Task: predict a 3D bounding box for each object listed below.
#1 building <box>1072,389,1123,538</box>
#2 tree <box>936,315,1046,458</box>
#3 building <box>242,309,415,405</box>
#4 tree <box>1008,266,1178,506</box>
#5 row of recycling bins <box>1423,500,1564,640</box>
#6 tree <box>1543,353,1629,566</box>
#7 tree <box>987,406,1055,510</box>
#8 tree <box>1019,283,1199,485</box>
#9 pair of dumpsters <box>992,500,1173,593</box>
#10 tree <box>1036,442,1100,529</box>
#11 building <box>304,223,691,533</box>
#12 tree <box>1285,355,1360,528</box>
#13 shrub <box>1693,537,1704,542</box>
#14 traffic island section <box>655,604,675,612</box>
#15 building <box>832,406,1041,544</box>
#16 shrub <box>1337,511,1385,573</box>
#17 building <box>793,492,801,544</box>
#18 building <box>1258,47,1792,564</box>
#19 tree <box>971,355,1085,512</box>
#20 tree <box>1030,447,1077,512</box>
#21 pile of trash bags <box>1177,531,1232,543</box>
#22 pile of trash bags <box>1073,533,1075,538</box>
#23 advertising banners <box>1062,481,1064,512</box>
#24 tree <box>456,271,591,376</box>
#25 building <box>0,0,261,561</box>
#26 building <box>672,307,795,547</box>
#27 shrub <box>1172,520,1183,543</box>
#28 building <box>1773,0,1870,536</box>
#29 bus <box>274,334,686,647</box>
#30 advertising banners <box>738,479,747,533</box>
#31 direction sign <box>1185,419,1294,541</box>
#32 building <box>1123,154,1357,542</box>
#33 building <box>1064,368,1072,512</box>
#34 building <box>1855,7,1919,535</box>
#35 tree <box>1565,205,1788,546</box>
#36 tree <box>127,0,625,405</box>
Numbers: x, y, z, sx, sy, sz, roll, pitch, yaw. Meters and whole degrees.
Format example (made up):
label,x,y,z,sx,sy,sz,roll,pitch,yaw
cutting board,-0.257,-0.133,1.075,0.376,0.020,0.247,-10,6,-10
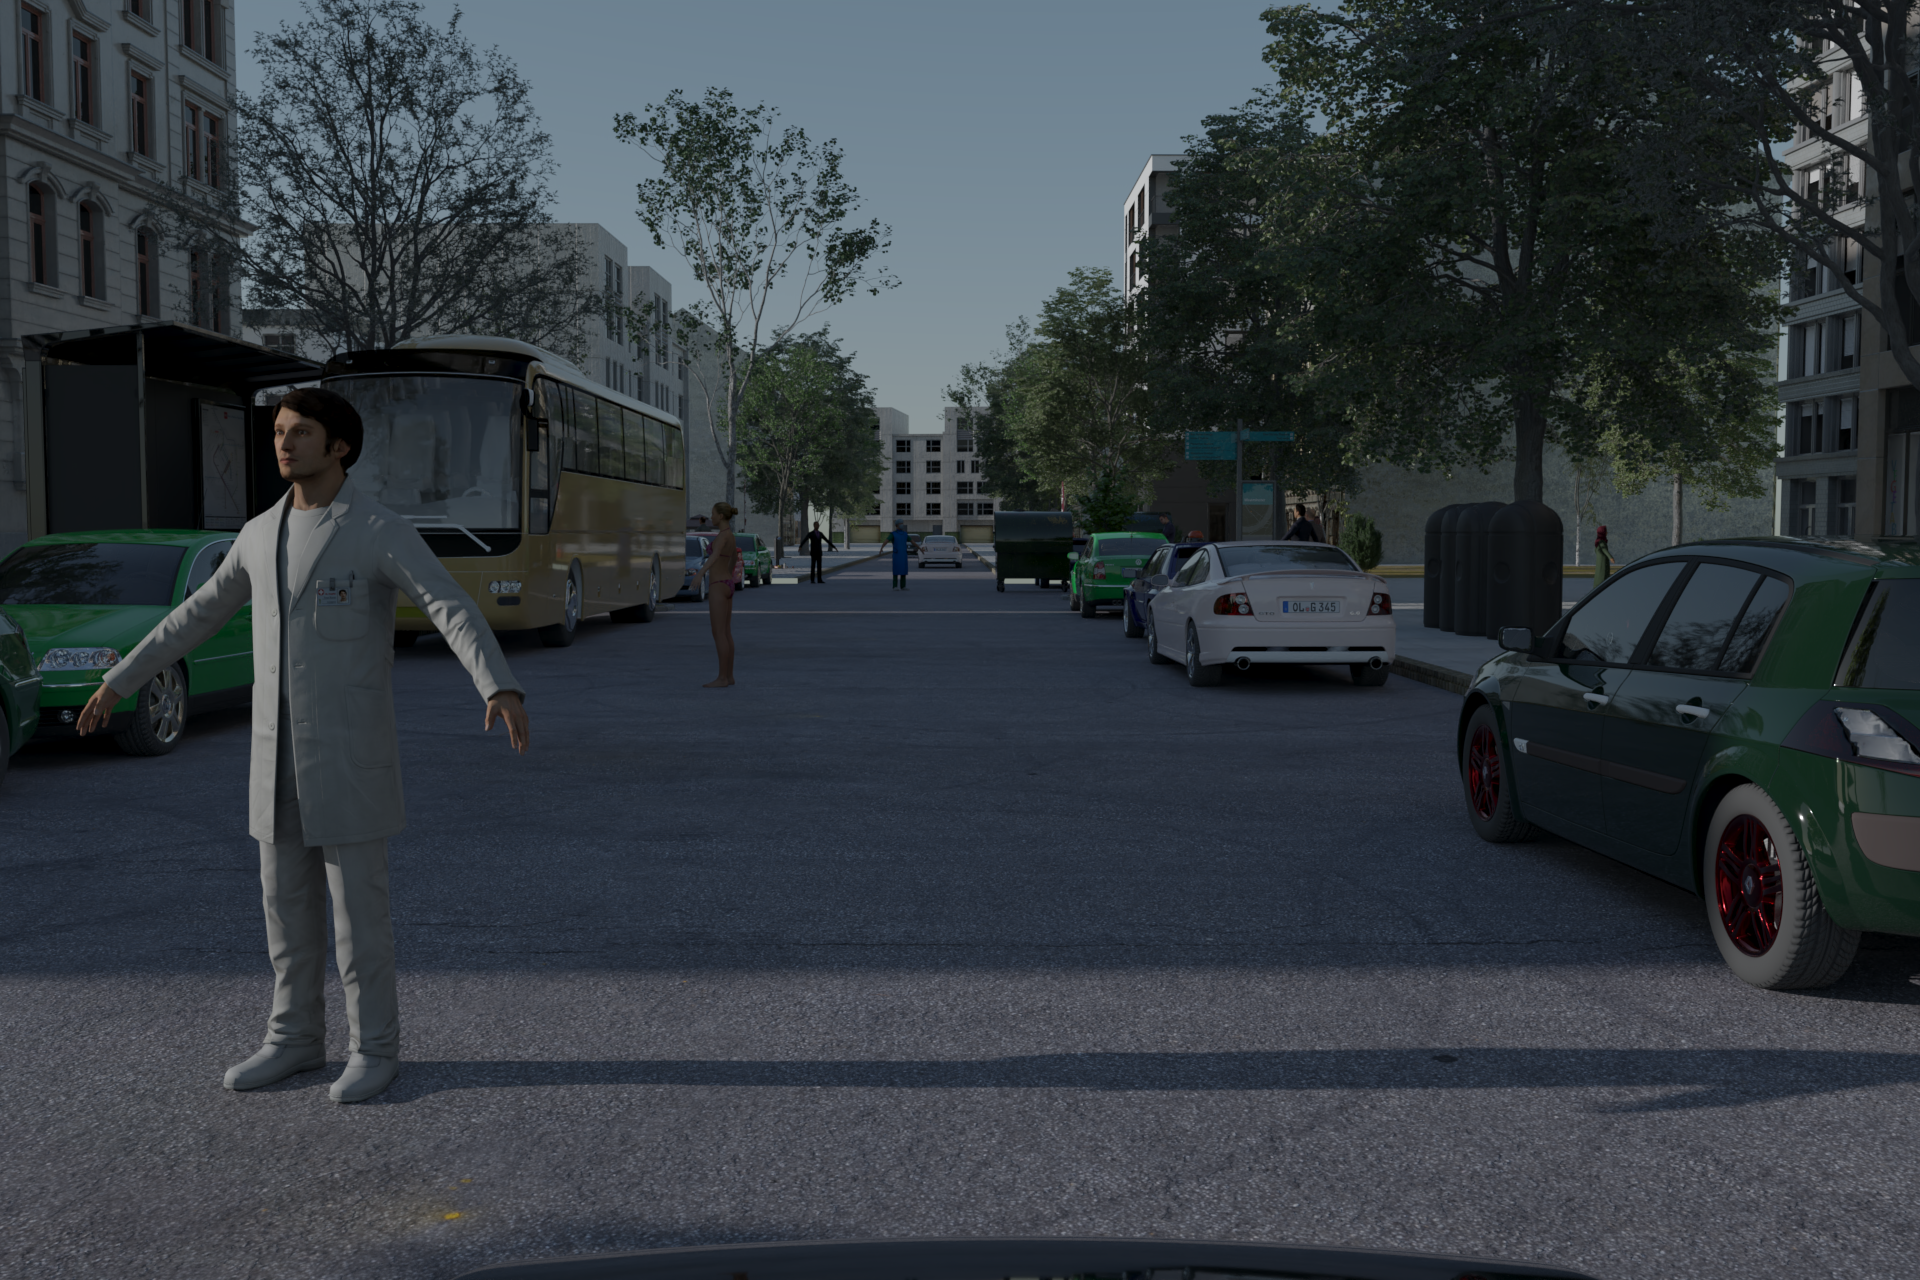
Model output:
label,x,y,z,sx,sy,sz,roll,pitch,yaw
building,21.773,-21.736,186.314,19.493,23.208,18.063,0,4,0
tree,4.288,-18.142,152.507,12.611,20.169,13.585,0,3,0
building,-27.663,-8.356,78.773,9.099,9.664,28.070,0,4,0
tree,5.479,-9.549,74.246,7.486,12.596,7.792,0,3,0
row of recycling bins,6.794,-0.932,22.351,1.069,1.692,3.534,0,4,-1
tree,24.502,-7.261,69.087,4.360,8.622,3.978,0,3,0
tree,5.670,-13.286,135.345,7.486,12.596,7.792,0,3,0
tree,5.838,-7.914,63.808,7.601,10.594,8.767,-1,4,-15
pair of dumpsters,3.019,-2.323,42.929,4.436,2.255,1.574,0,4,-1
tree,6.222,-9.471,105.217,4.737,8.622,4.395,0,3,0
building,-28.799,-15.174,114.556,16.747,18.905,31.486,0,4,0
tree,13.357,-6.951,64.008,4.737,8.622,4.395,0,3,0
shrub,25.575,-2.973,59.728,1.383,1.207,1.383,0,3,0
traffic island section,-6.442,-0.598,32.650,1.991,0.108,1.994,0,4,-1
building,-1.193,-23.114,246.823,31.486,18.905,16.747,0,4,6
shrub,13.222,-3.257,57.290,1.661,2.075,1.752,0,3,0
building,-25.336,-21.872,214.030,16.016,20.090,11.380,0,4,-1
building,25.383,-15.367,82.181,19.493,23.208,18.063,0,4,-1
tree,5.187,-13.195,122.394,9.857,13.997,8.962,0,3,0
tree,6.132,-9.822,110.956,4.737,8.622,4.395,0,3,0
pile of trash bags,6.248,-2.142,44.782,1.912,1.369,3.447,0,4,0
pile of trash bags,3.429,-2.653,53.125,1.912,1.369,3.447,0,4,-2
advertising banners,3.355,-3.776,57.920,0.090,3.025,2.074,0,4,-1
tree,-12.534,-6.038,49.082,4.737,8.622,4.395,0,3,0
building,-28.308,-15.579,42.106,14.401,28.519,23.554,0,4,0
building,-27.035,-21.198,177.520,19.493,23.208,18.063,0,4,-1
shrub,6.596,-3.226,57.168,1.690,2.028,1.600,0,3,0
building,27.984,-11.952,42.096,8.464,21.280,15.925,0,4,0
bus,-6.150,-2.056,25.157,2.896,3.916,12.252,0,4,0
advertising banners,-6.878,-3.588,54.850,0.090,3.025,2.074,0,4,-1
direction sign,6.486,-3.115,39.692,2.525,3.948,1.411,0,4,0
building,24.043,-16.268,109.959,27.936,21.610,32.646,0,4,-1
building,24.105,-22.877,218.016,27.936,21.610,32.646,0,4,-1
building,27.423,-13.067,16.846,19.350,26.588,34.151,0,4,0
tree,24.700,-8.703,60.428,7.486,12.596,7.792,0,3,0
tree,-12.469,-7.786,37.673,12.009,13.543,11.850,0,3,0
